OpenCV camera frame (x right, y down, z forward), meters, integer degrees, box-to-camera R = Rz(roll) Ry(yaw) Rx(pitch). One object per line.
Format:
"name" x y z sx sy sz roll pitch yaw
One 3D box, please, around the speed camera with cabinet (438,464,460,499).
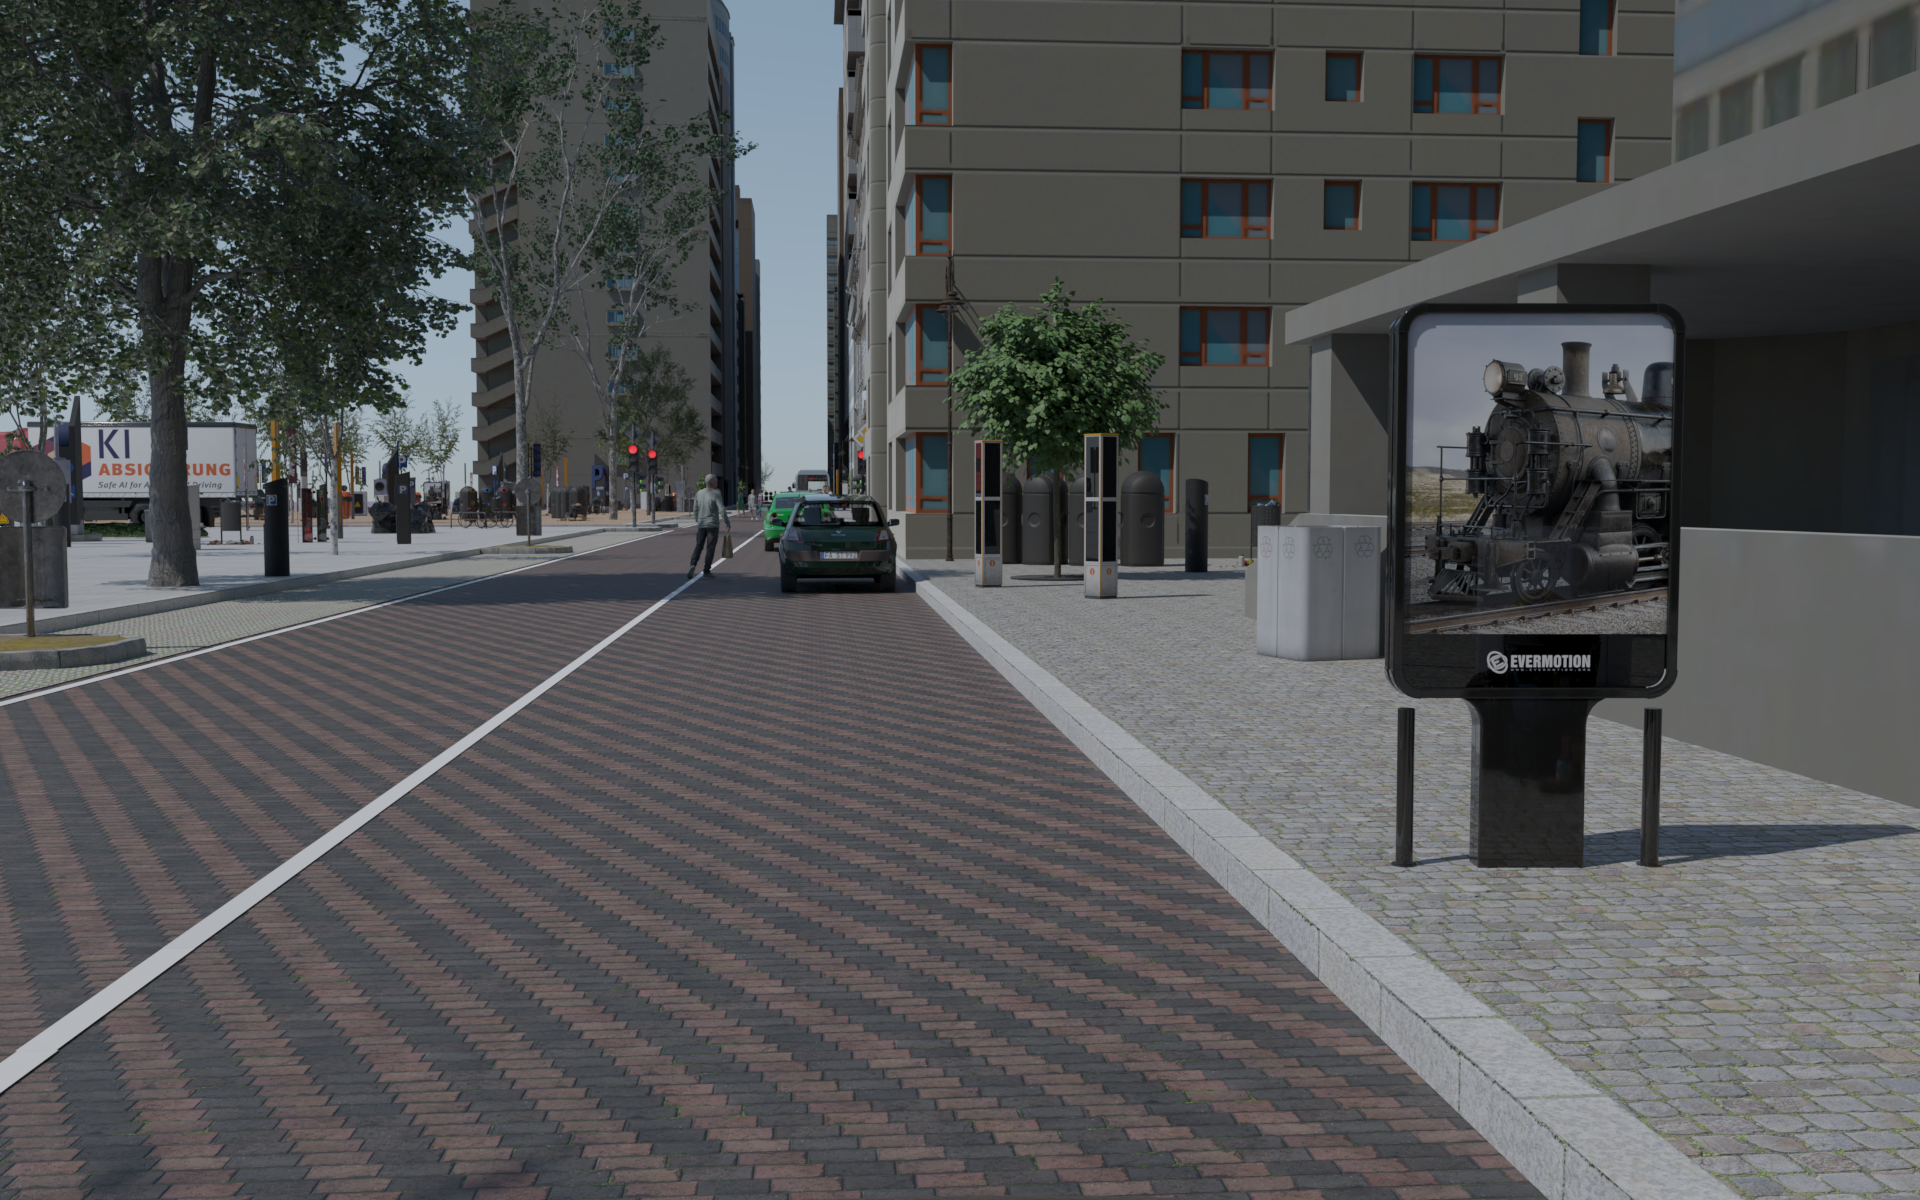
"speed camera with cabinet" -33.423 -7.358 114.632 2.038 3.252 0.660 0 4 -7

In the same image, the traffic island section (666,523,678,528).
"traffic island section" -13.206 -3.196 74.540 2.009 0.180 2.903 0 4 -5

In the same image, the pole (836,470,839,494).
"pole" -10.278 -9.273 145.459 0.158 3.312 0.155 0 3 0

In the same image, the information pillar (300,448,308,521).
"information pillar" -30.931 -5.523 81.659 0.183 3.616 0.504 1 4 12

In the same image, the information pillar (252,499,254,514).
"information pillar" -44.398 -6.394 109.028 0.304 2.012 0.304 -2 4 -31

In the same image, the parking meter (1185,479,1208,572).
"parking meter" 3.889 -1.226 28.458 0.372 1.533 0.369 0 3 0

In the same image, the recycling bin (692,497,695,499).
"recycling bin" -21.366 -7.718 138.746 0.722 1.027 0.722 -1 4 -10

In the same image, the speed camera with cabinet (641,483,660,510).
"speed camera with cabinet" -24.675 -8.785 137.968 0.660 3.252 2.038 1 4 20

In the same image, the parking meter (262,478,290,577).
"parking meter" -10.678 -1.140 27.043 0.372 1.533 0.369 0 3 0

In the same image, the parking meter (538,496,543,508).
"parking meter" -34.319 -8.313 141.624 0.255 1.863 0.399 1 4 23

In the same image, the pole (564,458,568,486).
"pole" -21.948 -6.283 96.564 0.158 3.312 0.155 0 3 0

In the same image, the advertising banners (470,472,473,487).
"advertising banners" -39.921 -8.821 140.410 0.090 3.025 2.074 -3 4 -39

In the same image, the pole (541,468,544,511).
"pole" -32.295 -8.573 134.015 0.158 3.312 0.155 0 3 0

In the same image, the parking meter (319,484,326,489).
"parking meter" -35.323 -5.527 96.080 0.399 1.863 0.255 1 4 16

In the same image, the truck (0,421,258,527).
"truck" -33.761 -4.847 68.162 11.283 4.237 2.839 0 4 -3

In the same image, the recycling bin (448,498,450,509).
"recycling bin" -43.090 -8.091 144.838 0.722 1.027 0.722 -2 4 -35

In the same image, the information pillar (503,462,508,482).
"information pillar" -33.085 -8.248 126.206 0.504 3.616 0.183 3 5 43

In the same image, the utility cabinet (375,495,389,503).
"utility cabinet" -31.990 -5.177 95.809 1.020 1.237 0.306 3 5 43

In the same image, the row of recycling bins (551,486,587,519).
"row of recycling bins" -20.438 -5.087 90.291 1.069 1.692 3.534 -2 4 -33

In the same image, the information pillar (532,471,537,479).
"information pillar" -36.197 -9.566 147.756 0.504 3.616 0.183 -1 4 -18

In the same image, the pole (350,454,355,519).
"pole" -30.952 -5.771 88.201 0.158 3.312 0.155 0 3 0

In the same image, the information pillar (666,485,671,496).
"information pillar" -23.027 -8.095 136.848 0.304 2.012 0.304 3 5 42

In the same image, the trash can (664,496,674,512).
"trash can" -20.925 -6.903 124.520 0.748 1.137 0.748 0 3 0

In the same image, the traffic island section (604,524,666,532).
"traffic island section" -12.533 -2.710 66.583 2.009 0.180 2.903 0 4 -5

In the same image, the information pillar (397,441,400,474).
"information pillar" -24.553 -5.161 75.731 0.183 3.616 0.504 -1 4 -15

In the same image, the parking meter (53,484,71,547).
"parking meter" -21.663 -2.040 41.766 0.372 1.533 0.369 0 3 0

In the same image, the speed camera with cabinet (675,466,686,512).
"speed camera with cabinet" -19.752 -7.835 122.434 0.660 3.252 2.038 0 4 -5

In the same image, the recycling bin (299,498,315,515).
"recycling bin" -40.791 -5.849 108.183 0.722 1.027 0.722 1 4 16

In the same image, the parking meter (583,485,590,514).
"parking meter" -24.079 -6.476 111.595 0.399 1.863 0.255 1 4 18

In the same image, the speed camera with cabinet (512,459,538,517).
"speed camera with cabinet" -24.612 -6.261 96.711 2.038 3.252 0.660 -2 4 -30

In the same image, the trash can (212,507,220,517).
"trash can" -41.284 -5.184 96.406 0.748 1.137 0.748 0 3 0

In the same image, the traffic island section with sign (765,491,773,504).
"traffic island section with sign" -28.535 -15.122 255.878 1.989 1.847 2.006 0 4 -5

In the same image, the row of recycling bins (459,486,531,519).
"row of recycling bins" -23.877 -5.007 88.970 3.534 1.692 1.069 -1 4 -20

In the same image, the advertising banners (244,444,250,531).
"advertising banners" -25.014 -3.946 60.709 0.090 3.025 2.074 -1 4 -19

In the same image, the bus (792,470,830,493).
"bus" -11.760 -8.686 136.871 2.948 3.499 13.247 0 4 -6

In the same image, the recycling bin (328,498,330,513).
"recycling bin" -42.714 -6.394 117.092 0.722 1.027 0.722 -3 4 -38

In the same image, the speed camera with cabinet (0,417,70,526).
"speed camera with cabinet" -23.829 -3.058 44.330 2.038 3.252 0.660 1 4 13

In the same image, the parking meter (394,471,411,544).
"parking meter" -14.265 -2.361 44.316 0.399 1.863 0.255 -1 4 -19

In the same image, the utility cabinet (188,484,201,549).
"utility cabinet" -17.921 -1.901 39.760 1.173 1.500 0.318 2 4 35

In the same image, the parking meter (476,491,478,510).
"parking meter" -37.749 -7.735 134.884 0.372 1.533 0.369 0 3 0

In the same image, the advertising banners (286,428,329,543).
"advertising banners" -17.232 -3.028 45.703 0.090 3.025 2.074 1 4 8

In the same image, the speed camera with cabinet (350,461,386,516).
"speed camera with cabinet" -34.833 -6.576 101.849 2.038 3.252 0.660 -1 4 -15

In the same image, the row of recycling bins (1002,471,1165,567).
"row of recycling bins" 2.003 -1.482 31.337 3.534 1.692 1.069 2 4 24

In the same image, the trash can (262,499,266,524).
"trash can" -21.199 -2.564 53.575 0.748 1.137 0.748 0 3 0

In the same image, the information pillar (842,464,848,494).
"information pillar" -9.084 -8.905 136.947 0.504 3.616 0.183 2 4 28

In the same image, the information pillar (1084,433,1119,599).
"information pillar" 1.729 -1.022 21.210 0.304 2.012 0.304 -3 4 -39

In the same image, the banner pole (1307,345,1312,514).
"banner pole" 5.503 -2.248 26.768 0.401 3.779 0.863 -1 4 -12

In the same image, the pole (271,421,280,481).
"pole" -19.042 -3.327 48.241 0.158 3.312 0.155 0 3 0

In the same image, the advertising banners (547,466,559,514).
"advertising banners" -25.877 -6.977 110.254 0.090 3.025 2.074 -2 4 -33

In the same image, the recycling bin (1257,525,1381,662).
"recycling bin" 2.820 -0.067 13.652 0.722 1.027 0.722 -1 4 -20

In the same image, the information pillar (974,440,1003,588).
"information pillar" 0.392 -1.180 23.779 0.304 2.012 0.304 -1 4 -20

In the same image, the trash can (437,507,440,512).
"trash can" -32.842 -5.913 108.339 0.748 1.137 0.748 0 3 0

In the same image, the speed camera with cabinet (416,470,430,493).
"speed camera with cabinet" -42.485 -8.684 136.322 2.038 3.252 0.660 -1 4 -21

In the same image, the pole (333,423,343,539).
"pole" -17.853 -3.418 49.725 0.158 3.312 0.155 0 3 0
